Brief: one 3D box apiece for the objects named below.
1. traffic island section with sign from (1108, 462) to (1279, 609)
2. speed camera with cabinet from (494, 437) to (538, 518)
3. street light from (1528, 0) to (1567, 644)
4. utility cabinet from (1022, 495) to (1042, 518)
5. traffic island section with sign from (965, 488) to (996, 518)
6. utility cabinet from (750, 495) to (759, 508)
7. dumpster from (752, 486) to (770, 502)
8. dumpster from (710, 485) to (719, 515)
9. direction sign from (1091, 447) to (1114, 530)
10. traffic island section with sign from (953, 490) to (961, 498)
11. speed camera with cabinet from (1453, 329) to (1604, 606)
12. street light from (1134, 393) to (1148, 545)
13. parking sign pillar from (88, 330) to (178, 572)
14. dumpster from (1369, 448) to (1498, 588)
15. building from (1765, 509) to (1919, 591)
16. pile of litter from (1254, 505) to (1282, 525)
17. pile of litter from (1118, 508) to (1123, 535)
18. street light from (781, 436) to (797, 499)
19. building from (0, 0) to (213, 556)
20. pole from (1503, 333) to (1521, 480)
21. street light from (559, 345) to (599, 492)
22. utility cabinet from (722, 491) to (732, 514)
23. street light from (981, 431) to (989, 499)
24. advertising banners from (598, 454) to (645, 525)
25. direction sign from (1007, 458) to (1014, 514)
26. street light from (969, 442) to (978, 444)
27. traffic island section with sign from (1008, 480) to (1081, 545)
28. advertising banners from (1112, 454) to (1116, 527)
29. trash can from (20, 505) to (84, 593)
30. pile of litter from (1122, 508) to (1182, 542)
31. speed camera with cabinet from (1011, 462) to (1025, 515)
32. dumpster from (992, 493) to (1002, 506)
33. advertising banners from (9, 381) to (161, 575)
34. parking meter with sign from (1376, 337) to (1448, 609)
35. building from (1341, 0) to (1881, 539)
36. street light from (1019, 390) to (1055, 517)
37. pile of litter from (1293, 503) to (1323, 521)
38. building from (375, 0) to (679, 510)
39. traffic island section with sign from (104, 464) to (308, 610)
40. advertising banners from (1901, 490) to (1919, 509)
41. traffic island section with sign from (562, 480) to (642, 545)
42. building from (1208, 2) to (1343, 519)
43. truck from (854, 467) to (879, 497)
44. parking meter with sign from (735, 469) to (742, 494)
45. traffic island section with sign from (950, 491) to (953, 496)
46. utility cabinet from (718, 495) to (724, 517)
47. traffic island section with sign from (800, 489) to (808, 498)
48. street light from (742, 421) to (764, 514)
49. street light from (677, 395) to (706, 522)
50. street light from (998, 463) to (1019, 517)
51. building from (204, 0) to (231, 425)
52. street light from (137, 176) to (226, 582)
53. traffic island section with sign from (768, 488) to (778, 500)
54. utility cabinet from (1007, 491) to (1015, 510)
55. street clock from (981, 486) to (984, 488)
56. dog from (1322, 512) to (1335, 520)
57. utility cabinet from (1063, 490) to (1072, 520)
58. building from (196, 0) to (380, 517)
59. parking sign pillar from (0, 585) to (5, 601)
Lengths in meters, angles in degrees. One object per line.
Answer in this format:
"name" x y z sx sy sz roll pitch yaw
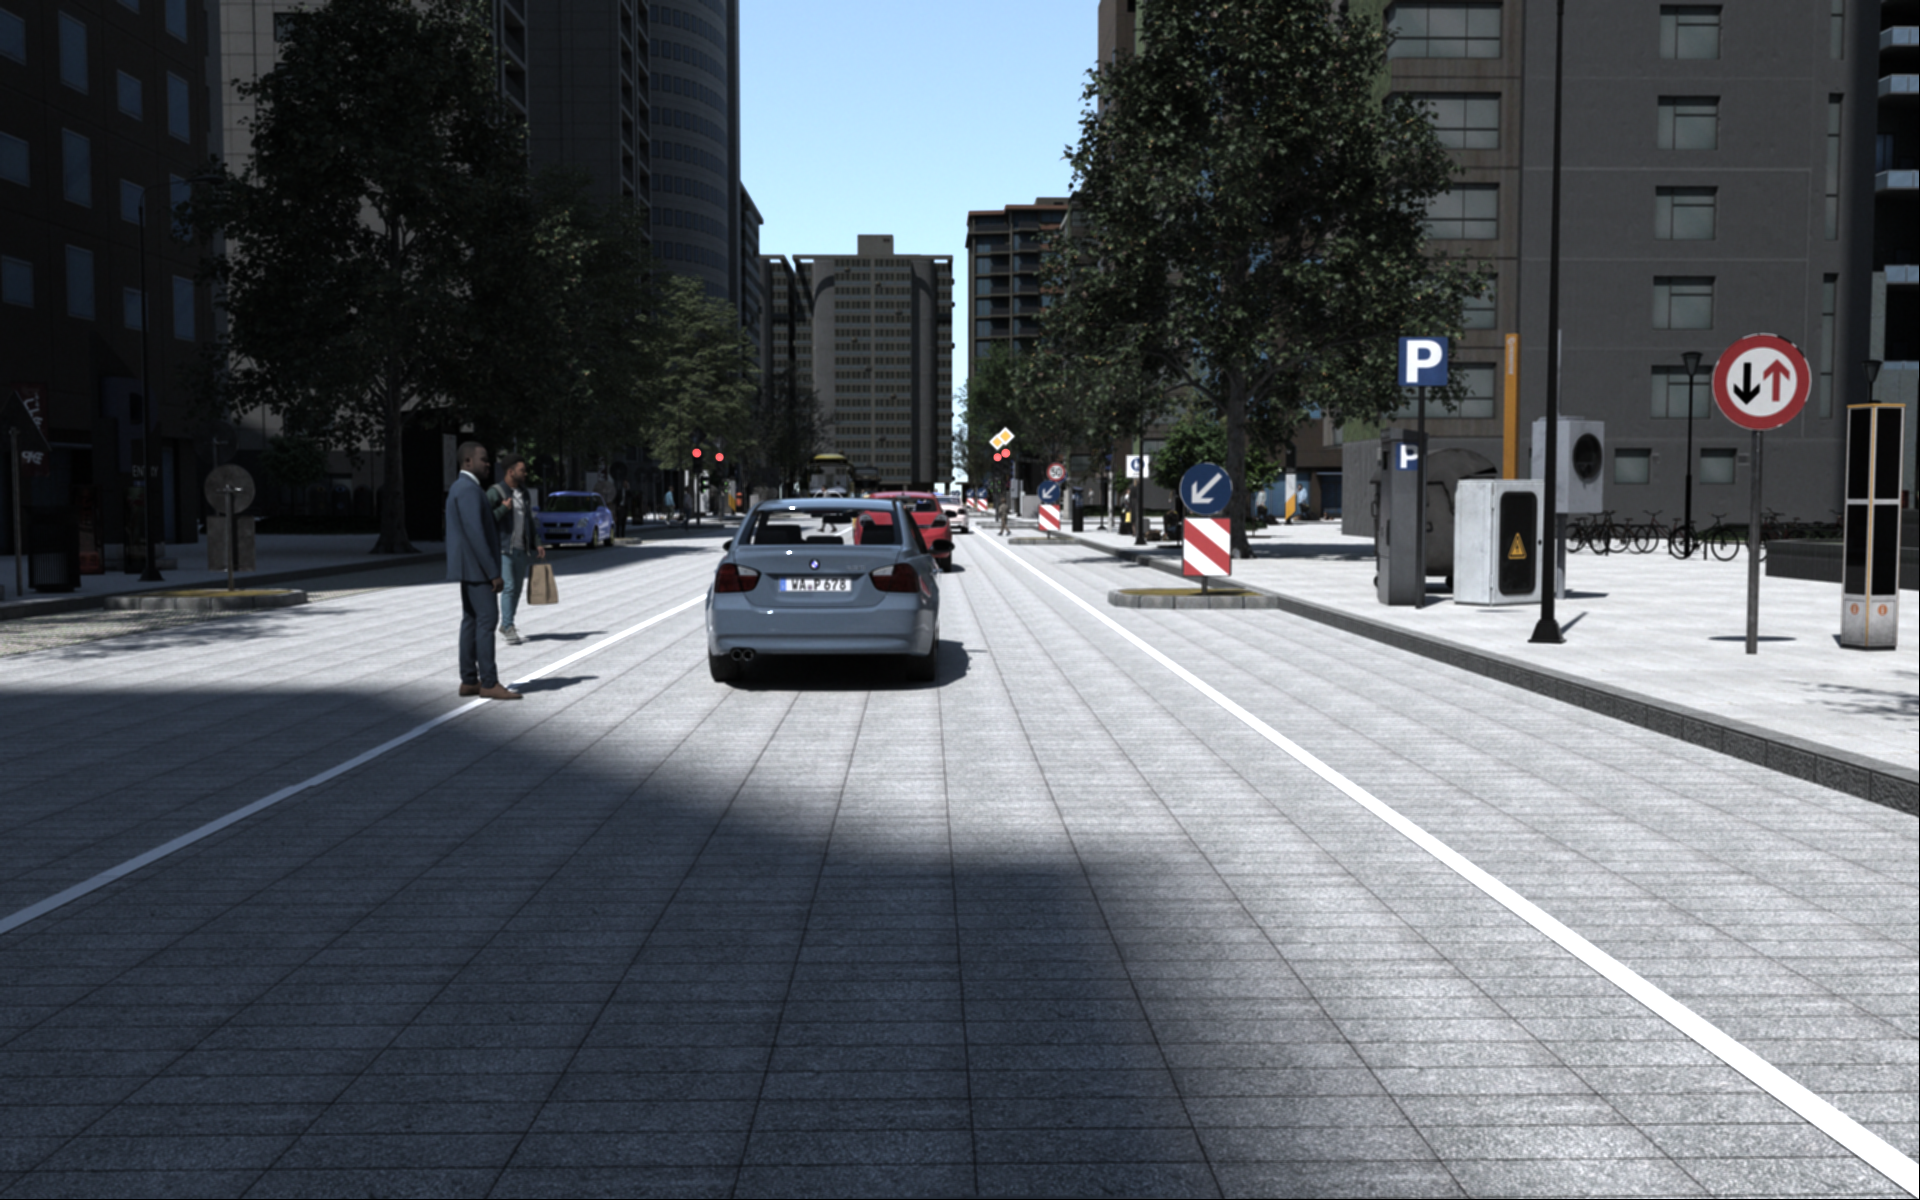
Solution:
"traffic island section with sign" 2.961 -0.847 22.472 1.989 1.847 2.006 0 4 -1
"speed camera with cabinet" -12.395 -3.306 48.386 0.660 3.252 2.038 0 4 5
"street light" 4.550 -2.587 14.834 1.470 5.913 1.316 0 4 -1
"utility cabinet" 3.793 -4.914 91.507 1.020 1.237 0.306 0 4 -2
"traffic island section with sign" 1.223 -5.934 105.647 1.989 1.847 2.006 0 4 -1
"utility cabinet" -14.294 -6.677 120.338 0.306 1.237 1.020 -2 4 -29
"dumpster" -14.227 -7.224 123.878 1.264 1.857 1.865 0 4 -1
"dumpster" -15.269 -6.038 104.478 1.264 1.857 1.865 0 4 -1
"direction sign" 5.143 -4.323 62.673 0.876 3.537 0.379 2 4 28
"traffic island section with sign" 0.663 -7.596 132.815 1.989 1.847 2.006 0 4 -1
"speed camera with cabinet" 6.723 -1.594 20.393 2.038 3.252 0.660 -2 4 -34
"street light" 4.020 -4.341 43.519 1.470 5.913 1.316 0 4 -1
"parking sign pillar" -14.051 -2.494 29.248 1.447 3.967 1.447 1 4 9
"dumpster" 6.239 -1.043 22.816 1.264 1.857 1.865 0 4 -1
"building" 22.481 -28.904 14.575 21.231 58.520 28.212 0 4 -1
"pile of litter" 12.440 -3.534 71.749 1.719 0.858 1.176 1 4 14
"pile of litter" 5.512 -2.494 54.746 1.176 0.858 1.719 1 4 18
"street light" -13.695 -10.137 138.272 1.470 5.913 1.316 0 4 -1
"building" -26.395 -23.677 37.227 14.600 45.320 14.200 0 4 -1
"pole" 7.044 -1.731 22.148 0.158 3.312 0.155 0 3 0
"street light" -11.929 -4.986 54.070 1.470 5.913 1.316 0 4 -1
"utility cabinet" -14.843 -6.199 110.034 0.318 1.500 1.173 1 4 20
"street light" 2.267 -9.406 126.334 1.470 5.913 1.316 0 4 -1
"advertising banners" -13.891 -4.561 70.753 2.074 3.025 0.090 -2 4 -28
"direction sign" 3.104 -7.175 109.310 0.379 3.537 0.876 -3 5 -40
"street light" 1.527 -11.178 155.301 1.470 5.913 1.316 0 4 -1
"traffic island section with sign" 2.393 -2.511 49.690 1.989 1.847 2.006 0 4 -1
"advertising banners" 6.077 -4.418 68.416 0.090 3.025 2.074 1 4 9
"trash can" -11.829 -0.670 22.604 0.748 1.137 0.748 0 3 0
"pile of litter" 5.547 -2.047 47.428 1.719 0.858 1.176 -2 4 -35
"speed camera with cabinet" 3.834 -6.893 107.036 0.660 3.252 2.038 -2 4 -26
"dumpster" 3.552 -9.093 154.428 1.264 1.857 1.865 0 4 -1
"advertising banners" -13.816 -1.910 27.410 2.074 3.025 0.090 -2 4 -32
"parking meter with sign" 5.173 -1.459 20.109 0.543 3.016 1.738 0 4 3
"building" 19.003 -22.726 55.161 14.154 41.232 14.086 0 4 -1
"street light" 3.356 -6.094 72.180 1.470 5.913 1.316 0 4 -1
"pile of litter" 16.295 -4.161 82.002 1.719 0.858 1.176 2 4 25
"building" -33.887 -42.950 140.488 20.563 71.187 20.611 0 4 -1
"traffic island section with sign" -9.553 -0.831 22.221 1.989 1.847 2.006 0 4 -1
"advertising banners" 39.158 -4.628 71.856 0.090 3.025 2.074 -2 4 -34
"traffic island section with sign" -10.119 -2.480 49.170 1.989 1.847 2.006 0 4 -1
"building" 20.768 -27.274 96.046 14.200 45.320 14.600 0 4 -1
"truck" -9.895 -11.848 182.635 2.839 4.237 11.283 0 4 -2
"parking meter with sign" -15.850 -7.778 123.438 0.543 3.016 1.738 1 4 11
"traffic island section with sign" -0.376 -10.617 182.218 1.989 1.847 2.006 0 4 -1
"utility cabinet" -13.420 -5.274 97.390 0.306 1.237 1.020 -1 4 -12
"traffic island section with sign" -11.855 -7.576 132.503 1.989 1.847 2.006 0 4 -1
"street light" -13.109 -8.383 109.610 1.470 5.913 1.316 0 4 -1
"street light" -12.537 -6.627 80.886 1.470 5.913 1.316 0 4 -1
"street light" 2.786 -7.634 97.359 1.470 5.913 1.316 0 4 -1
"building" -32.225 -22.721 55.086 14.086 41.232 14.154 0 4 -1
"street light" -11.404 -3.233 25.406 1.470 5.913 1.316 0 4 -1
"traffic island section with sign" -11.272 -5.879 104.749 1.989 1.847 2.006 0 4 -1
"utility cabinet" 3.997 -7.962 138.853 0.318 1.500 1.173 3 5 41
"street clock" 1.967 -9.001 151.737 0.358 2.002 0.471 -1 4 -8
"dog" 18.005 -4.096 84.707 0.550 0.427 0.748 -1 4 -18
"utility cabinet" 5.387 -4.693 85.403 0.318 1.500 1.173 1 4 21
"building" -35.291 -40.755 104.599 20.563 71.187 20.611 0 4 -1
"parking sign pillar" -12.189 -1.958 20.492 1.447 3.967 1.447 0 4 2
